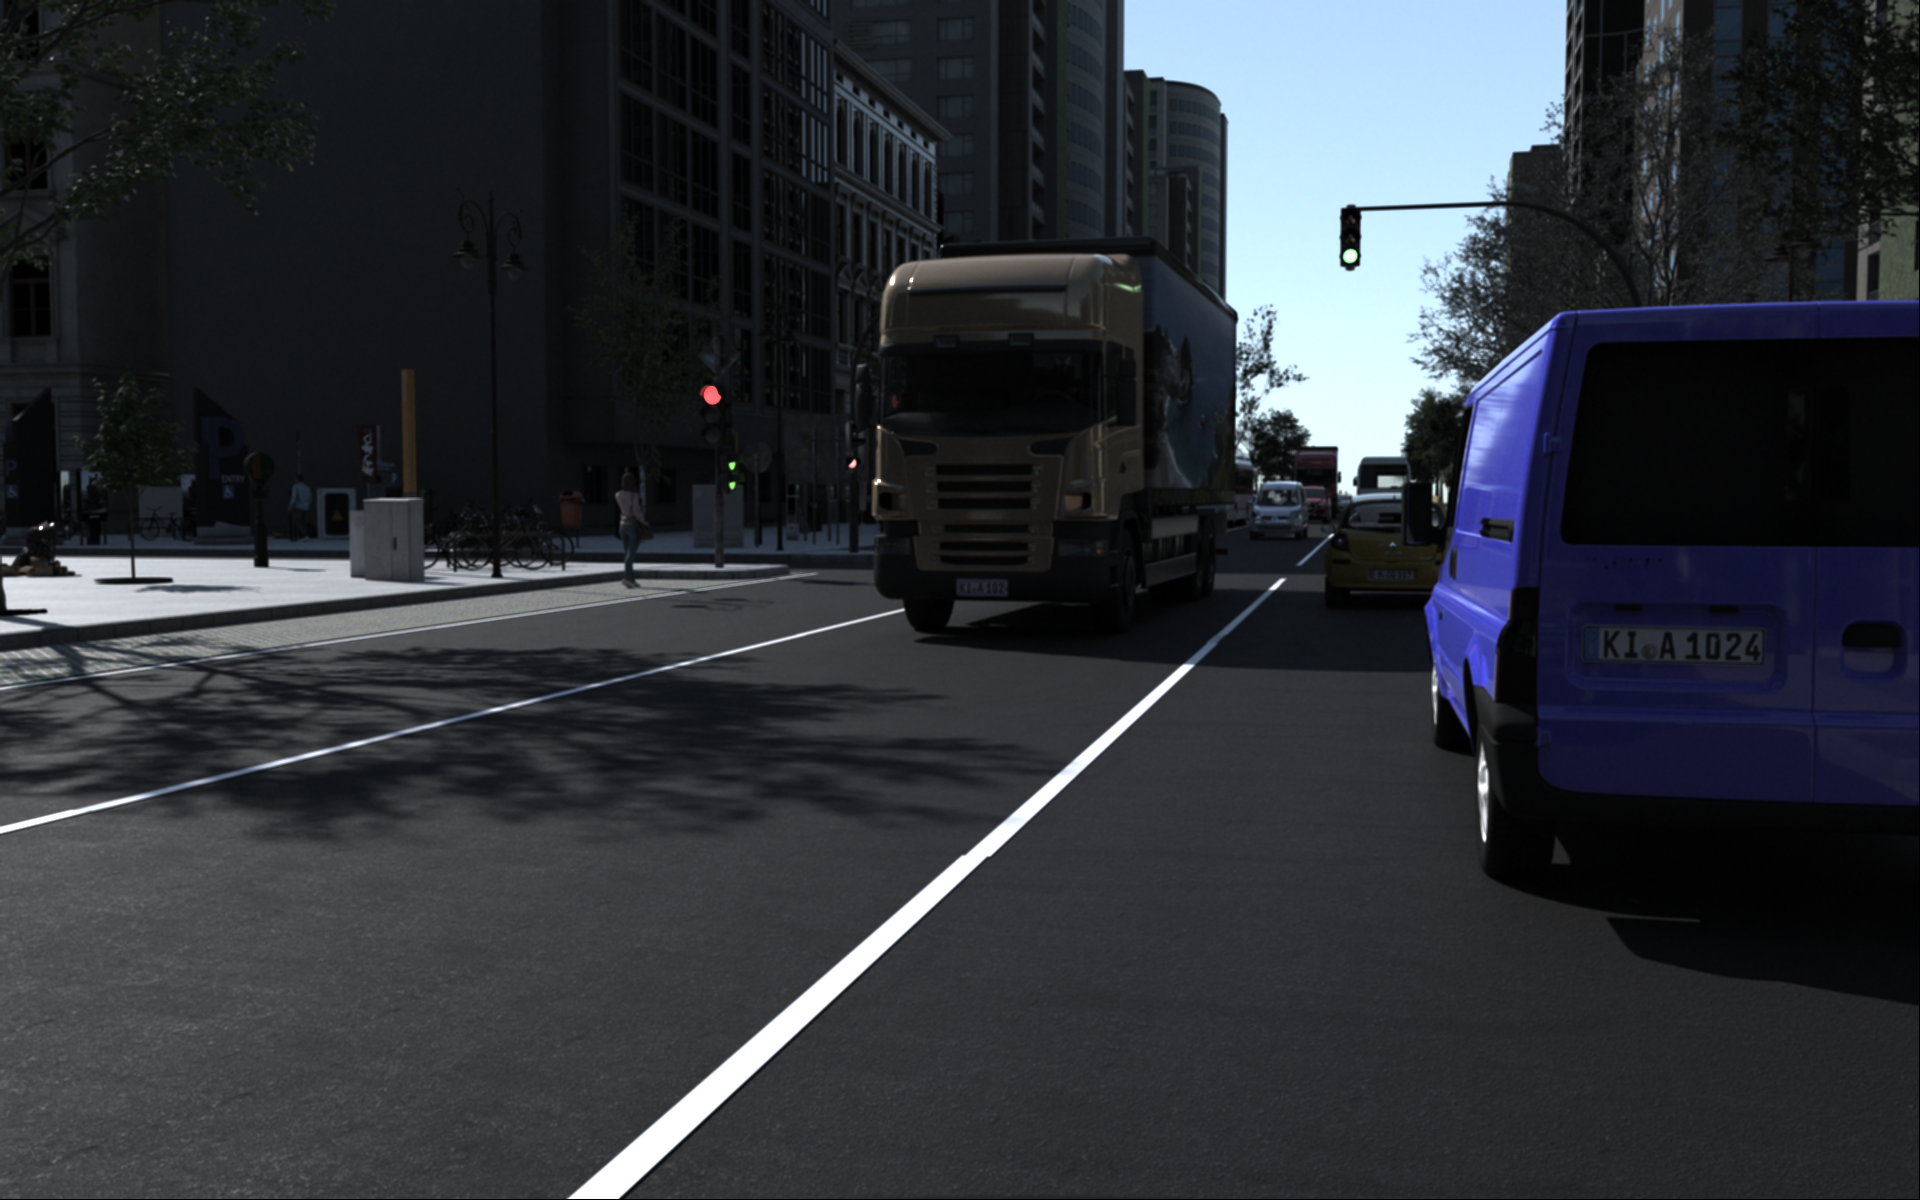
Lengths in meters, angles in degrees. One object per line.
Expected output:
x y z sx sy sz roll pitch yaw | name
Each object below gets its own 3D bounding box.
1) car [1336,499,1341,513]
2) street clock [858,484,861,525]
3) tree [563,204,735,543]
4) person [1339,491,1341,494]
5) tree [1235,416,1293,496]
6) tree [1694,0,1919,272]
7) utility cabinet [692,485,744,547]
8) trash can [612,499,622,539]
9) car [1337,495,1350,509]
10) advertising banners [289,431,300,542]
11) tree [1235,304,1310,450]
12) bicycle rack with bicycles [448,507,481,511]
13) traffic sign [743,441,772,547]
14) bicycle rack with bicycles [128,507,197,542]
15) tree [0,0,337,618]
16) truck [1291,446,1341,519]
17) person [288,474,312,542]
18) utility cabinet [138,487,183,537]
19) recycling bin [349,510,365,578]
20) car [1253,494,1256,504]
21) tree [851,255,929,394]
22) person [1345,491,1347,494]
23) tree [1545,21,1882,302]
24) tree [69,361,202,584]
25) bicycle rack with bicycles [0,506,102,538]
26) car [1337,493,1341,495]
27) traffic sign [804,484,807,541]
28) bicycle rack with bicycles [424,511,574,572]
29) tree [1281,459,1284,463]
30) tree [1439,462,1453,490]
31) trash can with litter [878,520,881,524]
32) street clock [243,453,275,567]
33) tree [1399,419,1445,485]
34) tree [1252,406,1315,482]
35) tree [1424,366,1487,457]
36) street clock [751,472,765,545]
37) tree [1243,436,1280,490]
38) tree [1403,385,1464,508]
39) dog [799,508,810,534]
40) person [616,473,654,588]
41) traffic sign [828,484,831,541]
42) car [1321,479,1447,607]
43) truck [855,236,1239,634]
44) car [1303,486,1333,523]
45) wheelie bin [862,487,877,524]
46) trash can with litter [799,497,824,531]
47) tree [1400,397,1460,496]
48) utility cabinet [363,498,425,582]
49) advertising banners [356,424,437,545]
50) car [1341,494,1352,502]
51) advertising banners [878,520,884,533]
27.811 -7.388 131.016 2.015 1.641 3.980 1 4 14 | car
-4.230 -4.106 71.706 0.358 2.002 0.471 2 4 28 | street clock
-8.056 -5.792 45.068 4.737 8.622 4.395 0 3 0 | tree
46.860 -12.546 213.251 0.705 1.869 1.348 1 4 14 | person
34.249 -16.244 199.999 8.767 10.594 7.601 -1 4 -12 | tree
9.915 -4.905 14.605 7.601 10.594 8.767 2 4 31 | tree
-5.760 -1.993 41.262 1.173 1.500 0.318 -1 4 -15 | utility cabinet
-9.474 -2.290 49.098 0.748 1.137 0.748 0 3 0 | trash can
31.584 -8.096 144.730 2.083 1.381 4.827 1 4 14 | car
-18.230 -3.139 47.516 0.090 3.025 2.074 -1 4 -13 | advertising banners
28.500 -19.331 171.958 12.611 20.169 13.585 0 3 0 | tree
-13.122 -1.989 45.904 2.925 0.926 2.852 -1 4 -11 | bicycle rack with bicycles
-4.900 -2.545 41.724 0.768 2.556 0.104 1 4 14 | traffic sign
-21.440 -2.119 48.021 2.852 0.926 2.925 1 4 16 | bicycle rack with bicycles
-10.413 -5.635 17.881 9.928 11.665 9.643 0 3 0 | tree
21.458 -7.053 104.232 2.839 4.237 11.283 1 4 12 | truck
-17.552 -2.455 46.201 0.620 1.820 0.660 1 4 23 | person
-23.617 -2.600 51.185 1.173 1.500 0.318 -2 4 -26 | utility cabinet
-8.991 -0.878 26.913 0.722 1.027 0.722 0 4 7 | recycling bin
16.373 -5.371 99.618 2.131 1.459 4.920 1 4 14 | car
-1.407 -6.325 53.770 4.737 8.622 4.395 0 3 0 | tree
57.192 -15.208 257.023 0.599 1.838 0.709 2 4 35 | person
17.911 -8.213 44.654 12.009 13.543 11.850 0 3 0 | tree
-12.030 -1.853 24.891 1.663 3.219 1.824 0 3 0 | tree
-26.413 -2.244 50.073 2.925 0.926 2.852 -1 4 -16 | bicycle rack with bicycles
43.415 -11.605 198.789 2.155 1.783 4.494 1 4 13 | car
-4.246 -2.898 47.484 0.768 2.556 0.104 1 4 22 | traffic sign
-7.991 -0.999 29.715 2.925 0.926 2.852 -1 4 -19 | bicycle rack with bicycles
38.829 -16.426 218.924 4.360 8.622 3.978 0 3 0 | tree
44.200 -10.379 153.418 4.285 4.588 4.351 0 3 0 | tree
-3.164 -3.767 72.974 0.624 1.170 1.055 1 4 21 | trash can with litter
-12.298 -1.582 30.429 0.471 2.002 0.358 -3 5 -41 | street clock
59.773 -18.469 220.090 7.486 12.596 7.792 0 3 0 | tree
46.750 -21.027 250.450 9.857 13.997 8.962 0 3 0 | tree
35.764 -11.243 118.243 8.767 10.594 7.601 2 4 28 | tree
-5.123 -2.408 43.941 0.358 2.002 0.471 0 4 -4 | street clock
35.792 -15.811 208.867 4.360 8.622 3.978 0 3 0 | tree
45.999 -14.675 165.686 9.928 11.665 9.643 0 3 0 | tree
-5.144 -2.568 56.362 0.513 0.831 0.800 0 4 -3 | dog
-5.034 -1.059 26.400 0.593 1.750 0.643 2 4 32 | person
-3.546 -2.868 46.996 0.768 2.556 0.104 1 4 20 | traffic sign
5.842 -0.796 23.243 2.015 1.641 3.980 1 4 15 | car
1.540 -1.984 21.348 2.839 4.237 11.283 1 4 15 | truck
17.410 -4.746 86.276 2.281 1.827 5.304 1 4 14 | car
-3.844 -4.053 74.178 0.693 1.594 0.980 -1 4 -12 | wheelie bin
-5.156 -2.927 59.246 1.055 1.170 0.624 3 4 38 | trash can with litter
55.263 -17.346 200.622 9.611 12.733 9.660 0 3 0 | tree
-8.383 -0.885 25.634 1.020 1.237 0.306 2 4 33 | utility cabinet
-14.164 -2.895 43.518 2.074 3.025 0.090 1 4 9 | advertising banners
40.222 -10.325 180.821 2.014 1.417 4.499 1 4 13 | car
-1.690 -3.747 57.445 2.074 3.025 0.090 0 4 3 | advertising banners
